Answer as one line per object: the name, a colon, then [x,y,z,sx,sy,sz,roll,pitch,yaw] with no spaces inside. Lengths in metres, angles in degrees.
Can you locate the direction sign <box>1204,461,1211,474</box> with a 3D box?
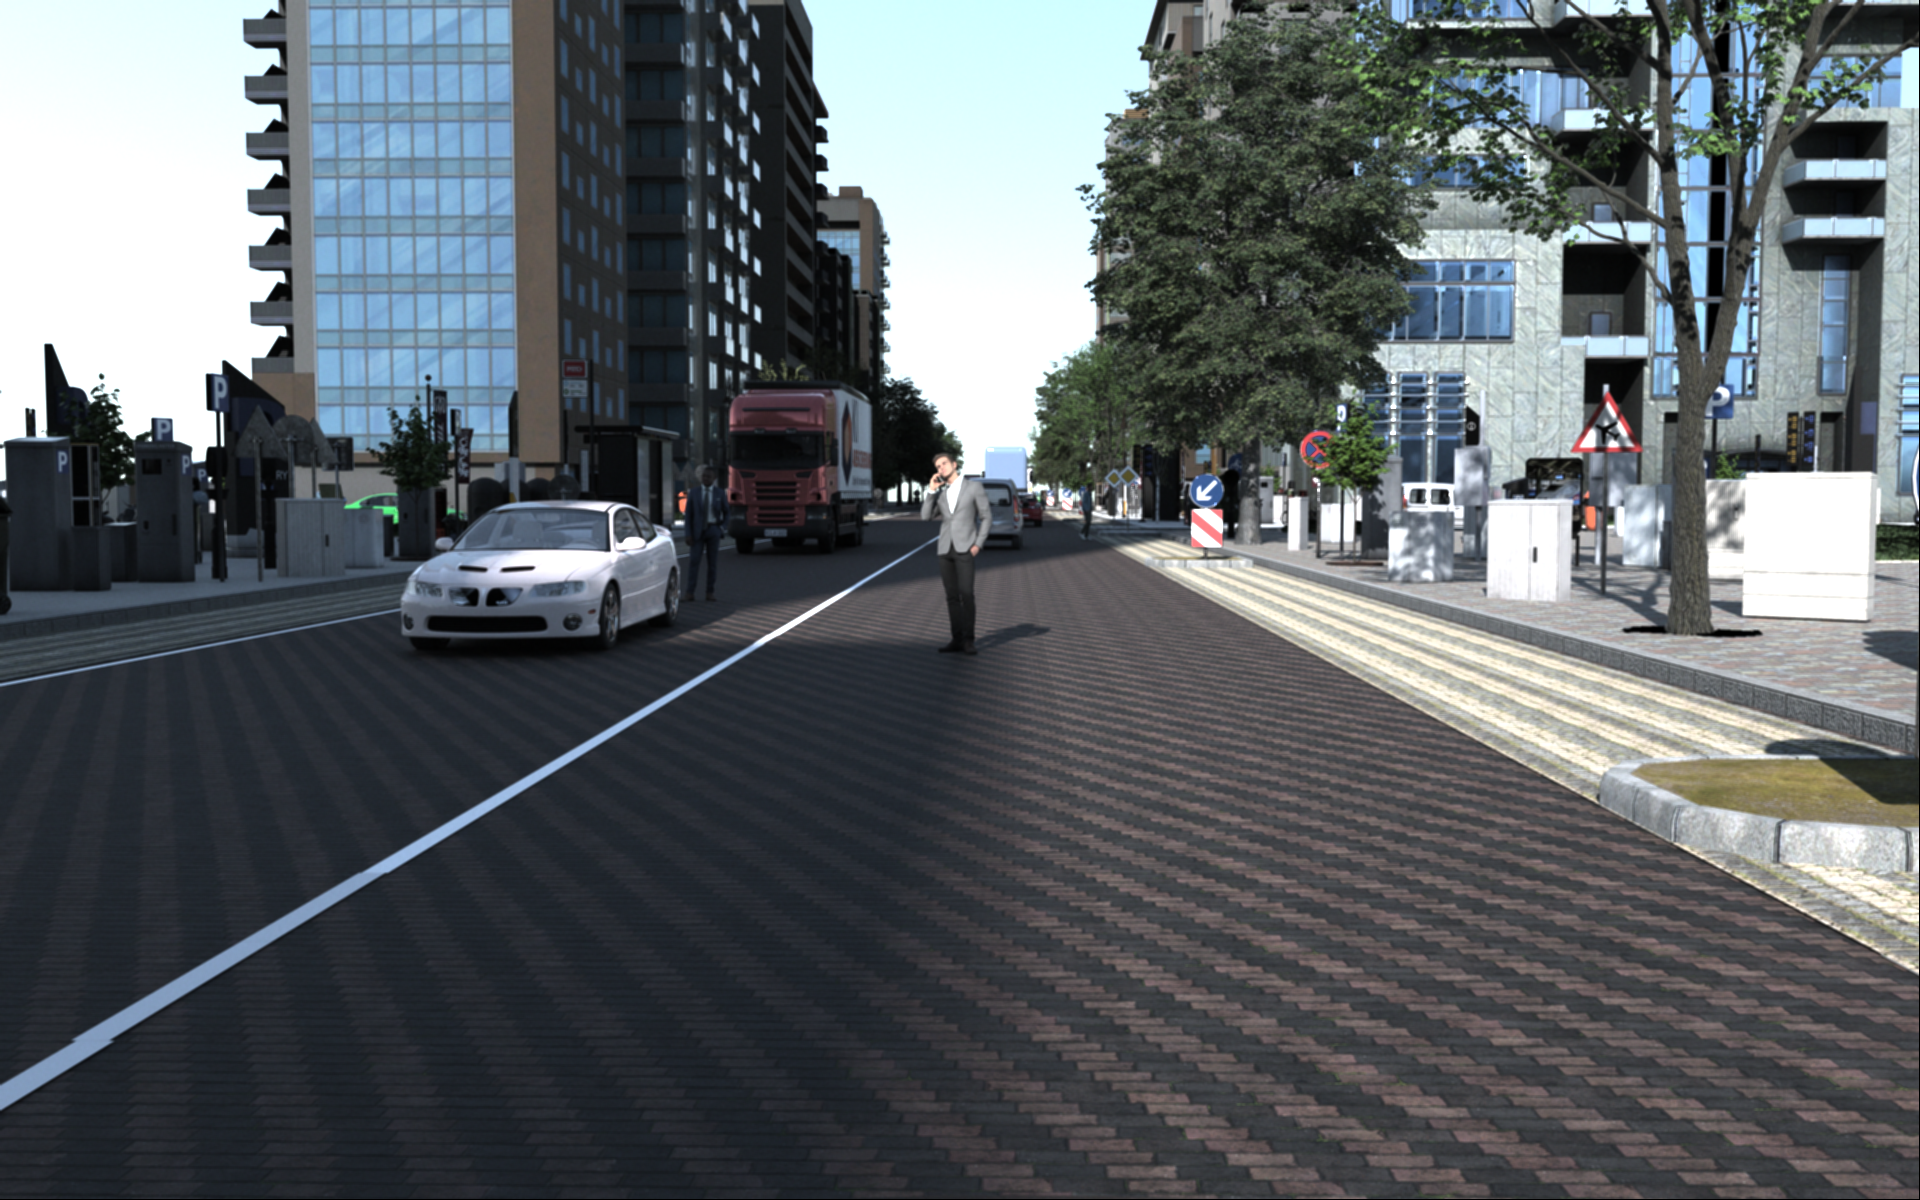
direction sign: [16.948,-7.744,118.606,0.379,3.537,0.876,3,5,40]

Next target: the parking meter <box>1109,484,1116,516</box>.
parking meter: [8.866,-5.812,100.731,0.255,1.863,0.399,3,5,44]

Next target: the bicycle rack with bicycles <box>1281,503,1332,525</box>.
bicycle rack with bicycles: [14.141,-3.359,68.298,2.925,0.926,2.852,0,4,6]

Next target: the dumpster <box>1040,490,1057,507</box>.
dumpster: [9.278,-10.553,180.755,1.865,1.857,1.264,0,4,3]

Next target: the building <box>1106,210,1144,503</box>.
building: [28.194,-34.683,250.667,14.154,41.232,14.086,0,4,2]

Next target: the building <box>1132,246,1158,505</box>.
building: [27.059,-26.353,202.568,14.160,30.474,14.107,0,4,2]

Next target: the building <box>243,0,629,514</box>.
building: [-24.687,-26.537,83.991,14.600,45.320,14.200,0,4,2]

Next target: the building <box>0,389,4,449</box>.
building: [-65.822,-33.244,85.545,28.212,58.520,21.231,0,4,2]

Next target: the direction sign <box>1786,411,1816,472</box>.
direction sign: [23.140,-3.409,47.729,0.379,3.537,0.876,-2,4,-24]

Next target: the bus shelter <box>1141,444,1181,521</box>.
bus shelter: [9.648,-5.687,84.262,1.731,3.624,6.357,0,4,2]

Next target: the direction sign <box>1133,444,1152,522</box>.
direction sign: [8.338,-5.327,79.094,0.876,3.537,0.379,1,4,10]

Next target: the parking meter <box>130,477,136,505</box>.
parking meter: [-21.786,-2.436,45.546,0.255,1.863,0.399,-2,4,-28]

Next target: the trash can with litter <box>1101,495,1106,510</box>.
trash can with litter: [11.054,-7.834,139.148,2.233,1.210,1.678,-1,4,-14]

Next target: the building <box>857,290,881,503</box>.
building: [-18.536,-28.725,241.347,14.160,30.474,14.107,0,4,2]

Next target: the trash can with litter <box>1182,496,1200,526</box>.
trash can with litter: [9.353,-3.487,68.402,0.624,1.170,1.055,-1,4,-13]

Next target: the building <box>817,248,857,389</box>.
building: [-20.070,-26.276,201.317,14.160,30.474,14.107,0,4,2]

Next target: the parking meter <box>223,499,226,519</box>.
parking meter: [-38.059,-5.130,89.590,0.255,1.863,0.399,3,4,38]

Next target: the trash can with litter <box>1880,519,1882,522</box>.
trash can with litter: [37.699,-3.689,71.697,1.055,1.170,0.624,3,4,36]

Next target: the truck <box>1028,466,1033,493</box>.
truck: [6.145,-11.688,180.008,2.839,4.237,11.283,0,4,0]

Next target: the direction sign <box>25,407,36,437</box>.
direction sign: [-24.452,-3.282,45.656,0.379,3.537,0.876,-1,4,-14]

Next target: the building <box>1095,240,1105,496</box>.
building: [30.144,-39.318,292.966,14.600,45.320,14.200,0,4,2]

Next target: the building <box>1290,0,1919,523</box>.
building: [32.223,-47.134,83.315,31.000,86.520,22.319,0,4,2]

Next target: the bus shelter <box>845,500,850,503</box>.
bus shelter: [-8.514,-8.054,125.599,2.014,3.302,5.546,0,4,2]

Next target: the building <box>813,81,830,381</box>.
building: [-25.281,-32.081,179.156,22.147,44.769,28.867,0,4,2]

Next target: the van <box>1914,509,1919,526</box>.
van: [37.460,-3.568,62.718,5.245,2.365,2.240,0,4,1]

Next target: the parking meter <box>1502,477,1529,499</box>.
parking meter: [8.116,-1.035,25.341,0.372,1.533,0.369,0,3,0]

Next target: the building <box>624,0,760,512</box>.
building: [-26.220,-30.674,121.132,23.786,49.044,30.456,0,4,2]

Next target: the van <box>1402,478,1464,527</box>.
van: [17.826,-3.400,62.604,4.112,2.044,2.013,0,4,2]

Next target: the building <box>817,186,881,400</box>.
building: [-19.094,-37.016,255.318,14.600,45.320,14.200,0,4,2]

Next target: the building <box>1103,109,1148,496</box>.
building: [33.083,-44.594,271.115,21.231,58.520,28.212,0,4,2]

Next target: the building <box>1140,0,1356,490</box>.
building: [34.023,-36.188,180.914,28.713,52.752,27.495,0,4,2]

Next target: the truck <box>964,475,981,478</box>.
truck: [1.794,-16.043,251.215,2.839,4.237,11.283,0,4,1]

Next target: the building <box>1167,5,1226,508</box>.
building: [26.669,-31.219,160.537,14.600,45.320,14.200,0,4,2]

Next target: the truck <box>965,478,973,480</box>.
truck: [1.258,-12.924,207.225,3.469,3.379,9.791,0,4,1]

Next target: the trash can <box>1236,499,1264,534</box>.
trash can: [7.913,-2.182,47.328,0.748,1.137,0.748,0,3,0]

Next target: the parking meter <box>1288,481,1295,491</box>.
parking meter: [14.469,-4.276,75.630,0.255,1.863,0.399,1,4,19]

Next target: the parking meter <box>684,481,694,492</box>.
parking meter: [-12.172,-4.415,77.891,0.399,1.863,0.255,-2,4,-30]

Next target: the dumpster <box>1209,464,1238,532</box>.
dumpster: [8.831,-3.326,56.871,1.502,2.255,1.985,0,4,2]

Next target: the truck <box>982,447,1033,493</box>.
truck: [2.243,-6.269,92.264,2.967,4.110,18.799,0,4,3]

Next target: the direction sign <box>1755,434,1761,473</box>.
direction sign: [30.423,-4.533,66.118,0.379,3.537,0.876,1,4,15]

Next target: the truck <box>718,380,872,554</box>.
truck: [-4.047,-3.436,45.092,2.839,4.237,11.283,0,4,3]

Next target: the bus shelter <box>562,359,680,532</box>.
bus shelter: [-10.687,-4.689,54.299,2.179,5.291,8.768,0,4,2]

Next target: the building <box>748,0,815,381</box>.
building: [-24.779,-32.421,153.789,21.300,48.544,21.600,0,4,2]

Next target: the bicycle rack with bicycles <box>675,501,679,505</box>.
bicycle rack with bicycles: [-14.099,-4.658,89.537,2.852,0.926,2.925,-1,4,-16]

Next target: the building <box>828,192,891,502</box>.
building: [-22.631,-40.244,277.603,23.786,49.044,30.456,0,4,2]
